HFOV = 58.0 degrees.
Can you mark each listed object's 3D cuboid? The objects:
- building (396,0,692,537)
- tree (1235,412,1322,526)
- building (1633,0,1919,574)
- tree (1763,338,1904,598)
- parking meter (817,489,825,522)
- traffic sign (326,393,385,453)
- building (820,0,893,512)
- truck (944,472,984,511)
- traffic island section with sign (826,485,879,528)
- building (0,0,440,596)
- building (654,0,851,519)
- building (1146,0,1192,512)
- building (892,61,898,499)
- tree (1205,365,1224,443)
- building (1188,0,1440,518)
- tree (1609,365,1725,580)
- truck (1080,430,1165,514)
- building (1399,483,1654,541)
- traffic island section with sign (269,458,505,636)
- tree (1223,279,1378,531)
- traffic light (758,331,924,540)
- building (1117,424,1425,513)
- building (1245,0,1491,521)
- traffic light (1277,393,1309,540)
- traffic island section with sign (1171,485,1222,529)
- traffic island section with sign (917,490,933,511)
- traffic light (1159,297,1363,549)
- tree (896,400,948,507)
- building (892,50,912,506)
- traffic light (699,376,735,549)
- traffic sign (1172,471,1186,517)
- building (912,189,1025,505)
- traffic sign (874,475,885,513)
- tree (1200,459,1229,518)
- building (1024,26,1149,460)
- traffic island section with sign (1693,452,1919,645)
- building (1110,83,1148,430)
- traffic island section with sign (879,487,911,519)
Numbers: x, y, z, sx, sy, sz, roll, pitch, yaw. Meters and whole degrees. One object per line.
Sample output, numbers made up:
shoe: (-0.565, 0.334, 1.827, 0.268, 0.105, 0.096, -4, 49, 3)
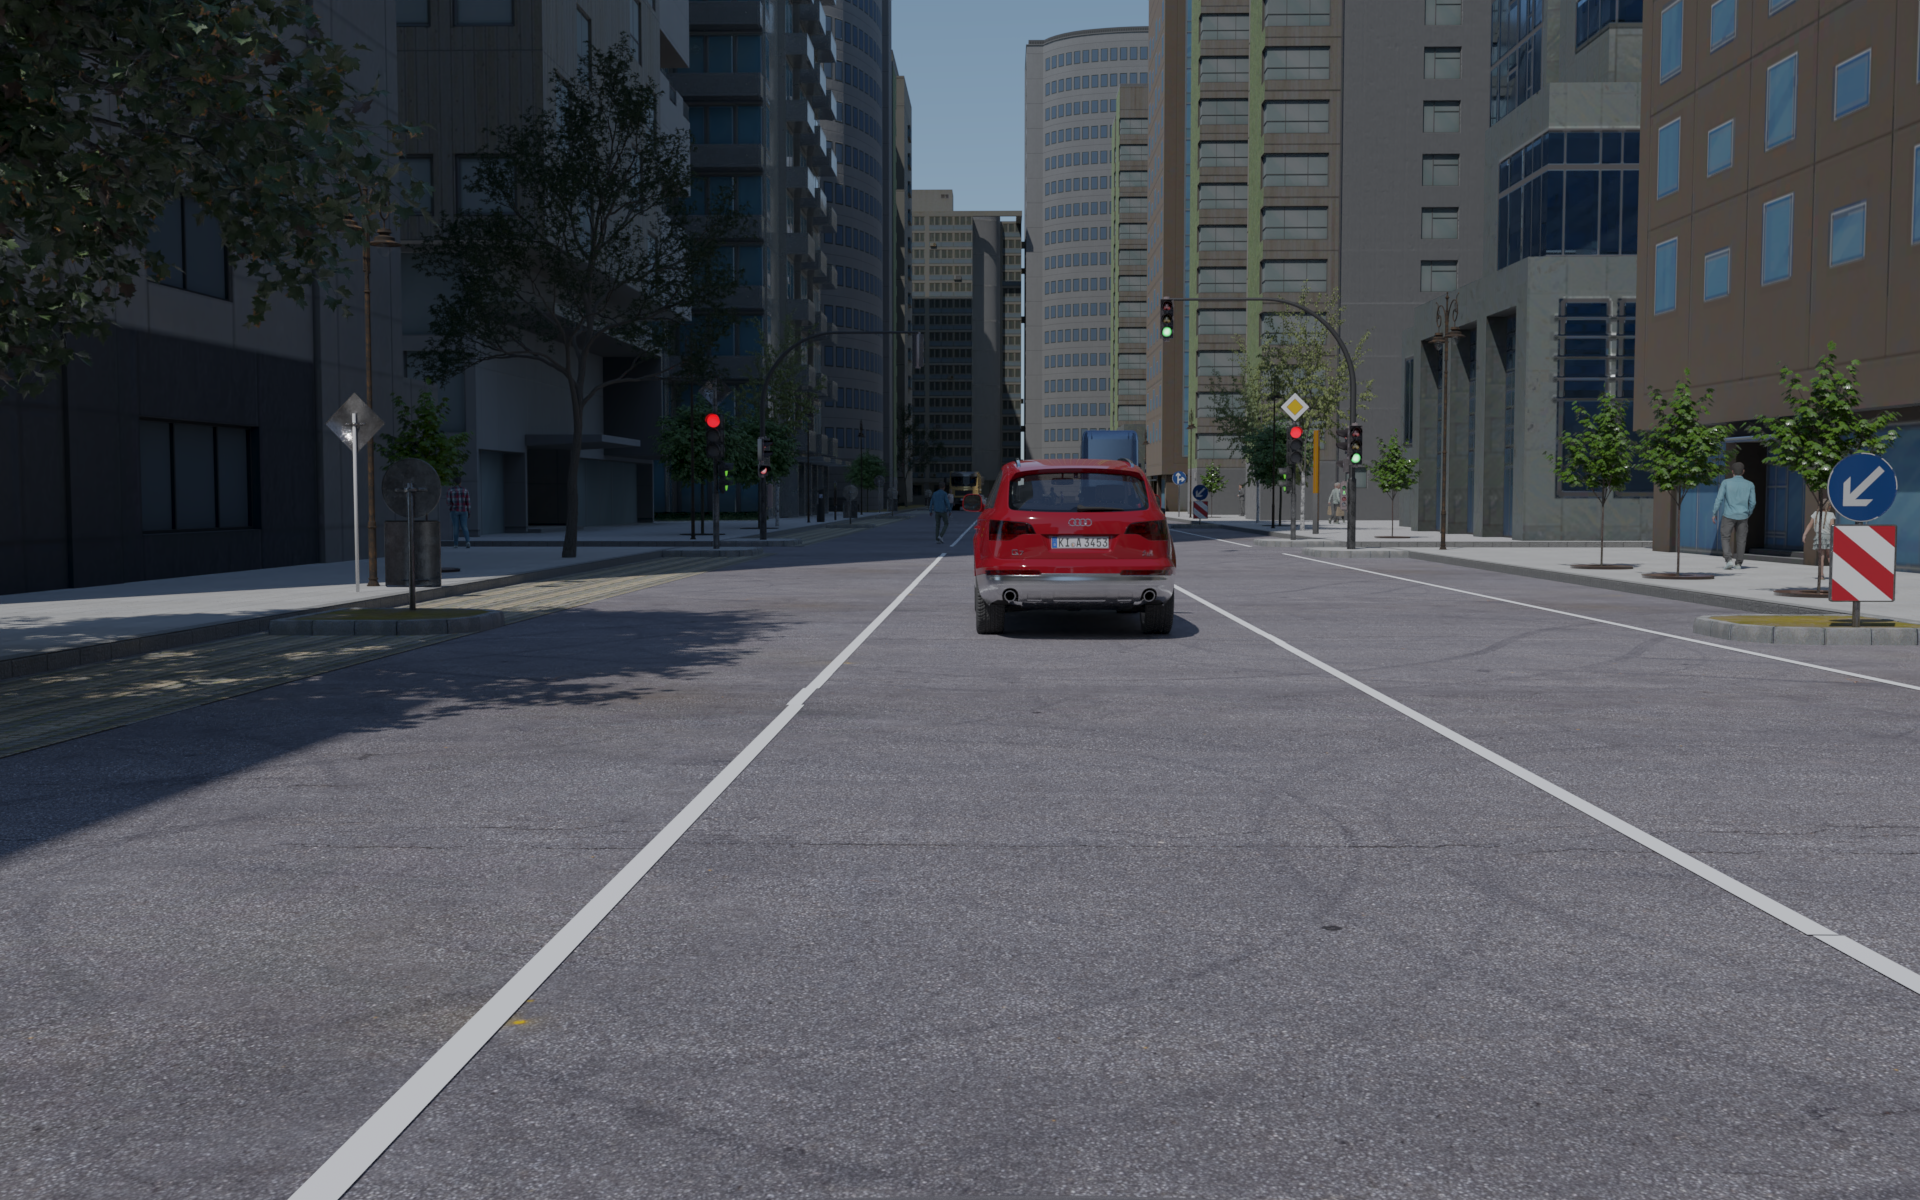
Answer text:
building: (-25.100, -28.941, 62.421, 28.713, 52.752, 27.495, 0, 4, 1)
tree: (12.726, -5.229, 69.200, 4.285, 4.588, 4.351, 0, 3, 0)
building: (21.967, -23.281, 30.764, 14.600, 45.320, 14.200, 0, 4, 1)
tree: (10.894, -1.651, 21.599, 1.663, 3.219, 1.824, 0, 3, 0)
parking meter: (-6.371, -4.328, 79.177, 0.372, 1.533, 0.369, 0, 3, 0)
traffic sign: (-7.881, -1.397, 22.573, 0.795, 2.593, 0.064, 0, 4, 5)
building: (-16.771, -36.406, 137.238, 21.231, 58.520, 28.212, 0, 4, 1)
truck: (0.466, -9.525, 151.655, 3.469, 3.379, 9.791, 0, 4, 2)
traffic island section with sign: (-4.596, -3.949, 73.198, 1.989, 1.847, 2.006, 0, 4, 1)
building: (-22.129, -35.978, 26.500, 20.611, 71.187, 20.563, 0, 4, 1)
building: (-18.957, -29.355, 99.565, 23.786, 49.044, 30.456, 0, 4, 1)
building: (21.621, -29.384, 130.537, 14.600, 45.320, 14.200, 0, 4, 1)
building: (-13.229, -29.079, 159.036, 14.154, 41.232, 14.086, 0, 4, 1)
tree: (13.059, -7.752, 77.114, 4.737, 8.622, 4.395, 0, 3, 0)
building: (21.693, -26.179, 111.619, 14.154, 41.232, 14.086, 0, 4, 1)
tree: (10.925, -1.930, 26.154, 1.663, 3.219, 1.824, 0, 3, 0)
truck: (6.081, -4.746, 67.353, 2.967, 4.110, 18.799, 0, 4, 2)
building: (31.167, -45.433, 55.502, 31.000, 86.520, 22.319, 0, 4, 1)
traffic island section with sign: (-5.961, -0.596, 18.367, 1.989, 1.847, 2.006, 0, 4, 1)
tree: (12.210, -6.731, 60.417, 4.737, 8.622, 4.395, 0, 3, 0)
traffic light: (-3.404, -4.513, 48.458, 4.771, 5.953, 1.251, 0, 4, 1)
building: (26.124, -51.319, 151.733, 22.319, 86.520, 31.000, 0, 4, 1)
building: (21.770, -24.830, 89.566, 14.154, 41.232, 14.086, 0, 4, 1)
traffic light: (9.260, -3.621, 48.125, 0.839, 4.253, 0.868, 0, 4, 1)
traffic island section with sign: (9.912, -3.927, 72.829, 1.989, 1.847, 2.006, 0, 4, 1)
traffic island section with sign: (-2.667, -8.667, 150.330, 1.989, 1.847, 2.006, 0, 4, 1)
traffic light: (6.968, -3.999, 40.053, 4.771, 5.953, 1.251, 0, 4, 1)
tree: (-5.286, -14.482, 171.185, 8.767, 10.594, 7.601, 0, 4, -1)
building: (-16.226, -34.461, 187.134, 21.600, 48.544, 21.300, 0, 4, 1)
traffic light: (-5.696, -3.154, 40.492, 0.839, 4.253, 0.868, 0, 4, 1)
traffic sign: (12.185, -5.883, 96.293, 0.768, 2.556, 0.104, 0, 4, 6)
building: (-3.699, -32.526, 223.677, 23.993, 40.220, 32.217, 0, 4, 1)
traffic sign: (-5.478, -7.205, 117.903, 0.768, 2.556, 0.104, 0, 4, 6)
tree: (13.830, -6.090, 94.171, 1.663, 3.219, 1.824, 0, 3, 0)
building: (22.267, -41.305, 217.341, 28.212, 58.520, 21.231, 0, 4, 1)
traffic island section with sign: (8.540, -0.533, 17.345, 1.989, 1.847, 2.006, 0, 4, 1)
building: (22.692, -30.114, 175.961, 14.154, 41.232, 14.086, 0, 4, 1)
traffic island section with sign: (-3.892, -5.664, 101.237, 1.989, 1.847, 2.006, 0, 4, 1)
